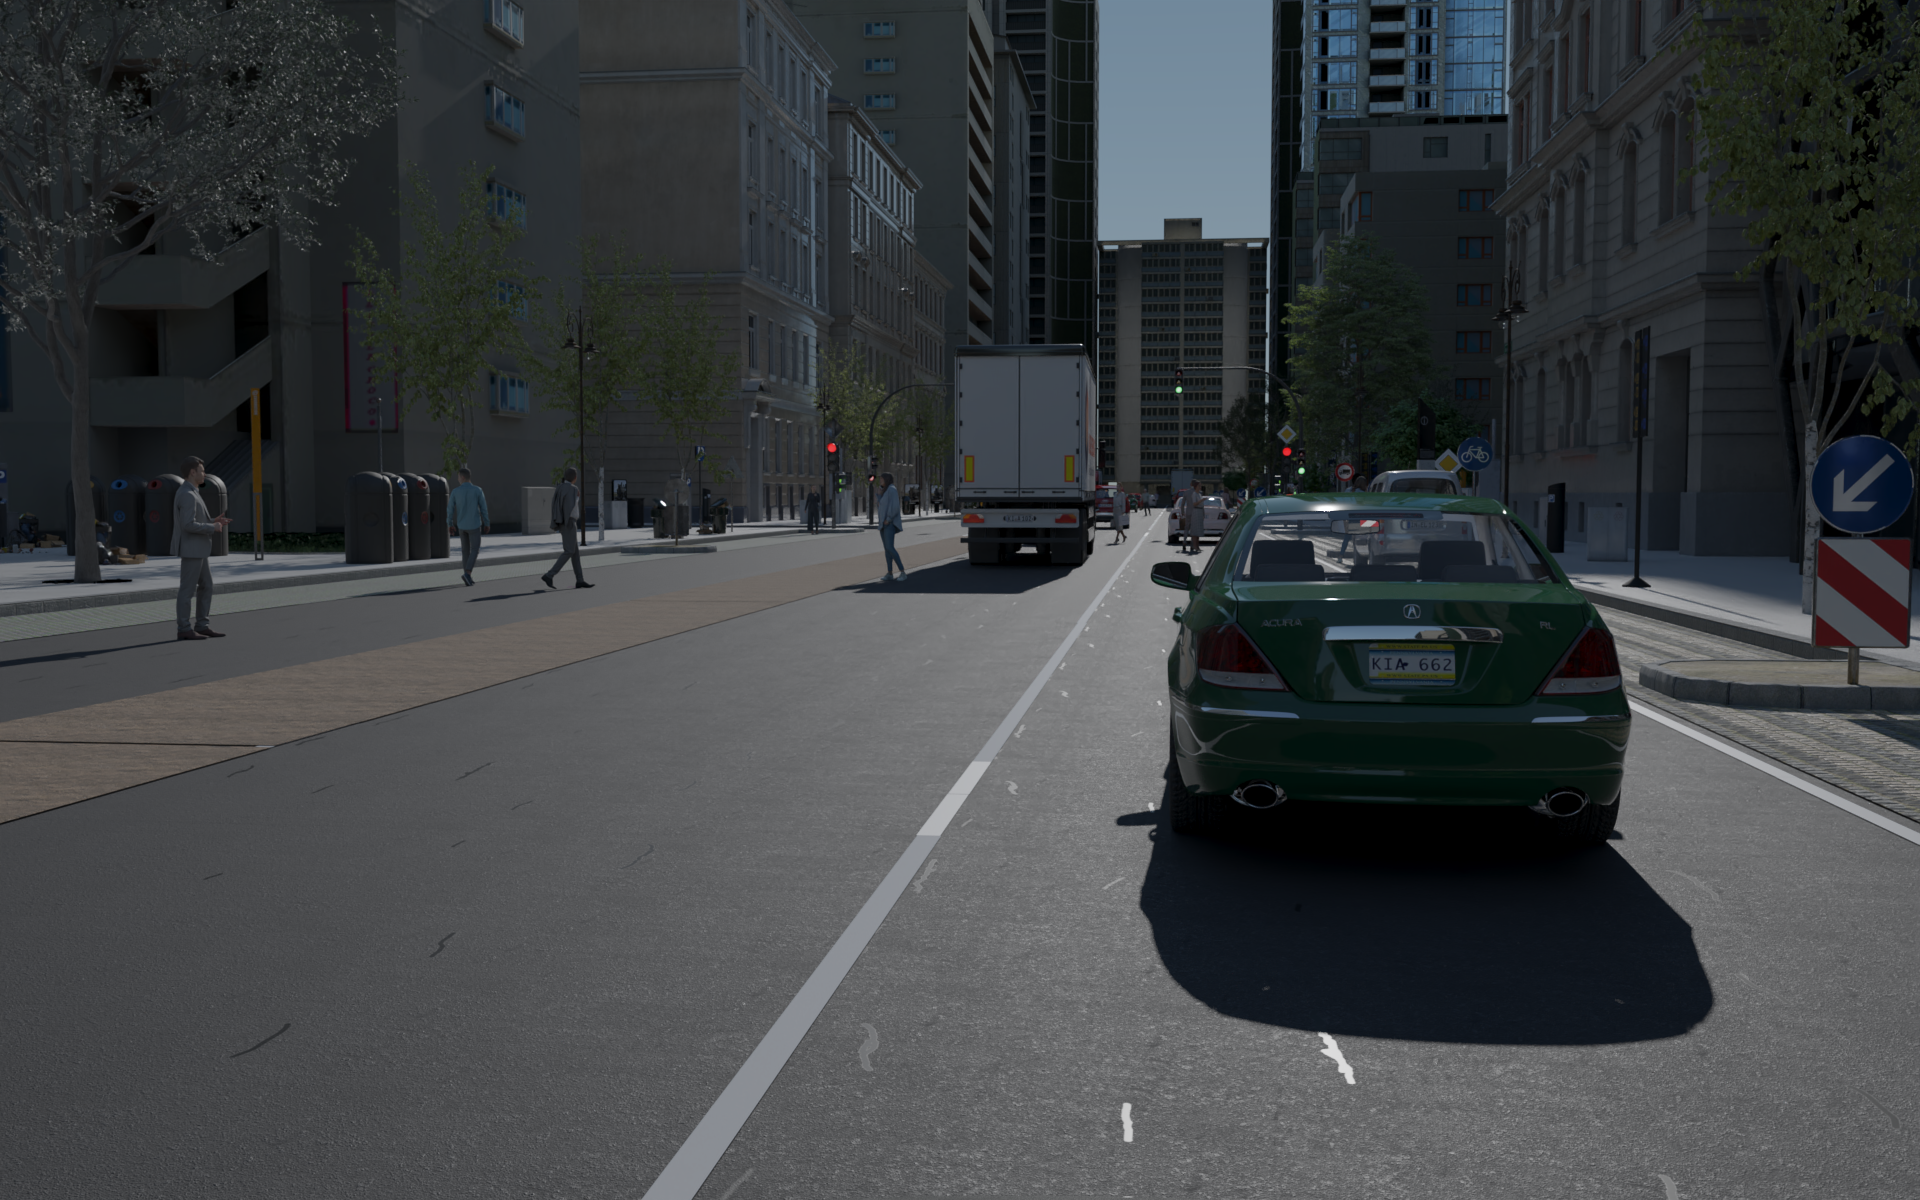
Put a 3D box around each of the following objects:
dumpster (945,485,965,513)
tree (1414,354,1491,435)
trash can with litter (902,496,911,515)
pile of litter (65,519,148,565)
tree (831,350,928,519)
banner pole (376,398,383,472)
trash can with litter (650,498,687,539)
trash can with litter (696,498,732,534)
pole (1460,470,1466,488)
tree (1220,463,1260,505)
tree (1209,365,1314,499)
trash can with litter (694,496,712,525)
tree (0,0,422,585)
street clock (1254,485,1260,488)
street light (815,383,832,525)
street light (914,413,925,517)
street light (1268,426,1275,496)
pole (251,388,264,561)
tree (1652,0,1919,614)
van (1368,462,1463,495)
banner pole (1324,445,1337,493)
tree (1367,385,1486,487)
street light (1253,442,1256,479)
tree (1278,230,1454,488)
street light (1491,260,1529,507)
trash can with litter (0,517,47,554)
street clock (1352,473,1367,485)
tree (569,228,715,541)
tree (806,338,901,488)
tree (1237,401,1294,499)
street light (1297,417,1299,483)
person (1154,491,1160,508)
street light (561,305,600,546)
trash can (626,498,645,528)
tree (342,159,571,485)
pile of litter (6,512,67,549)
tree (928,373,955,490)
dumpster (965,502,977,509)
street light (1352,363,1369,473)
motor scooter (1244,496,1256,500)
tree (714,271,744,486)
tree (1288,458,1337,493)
[{"bbox_3d":[-0.331,-6.764,116.355,1.264,1.857,1.865,0,4,7],"label":"dumpster"},{"bbox_3d":[25.363,-8.569,90.472,4.360,8.622,3.978,0,3,0],"label":"tree"},{"bbox_3d":[-3.268,-5.859,107.182,0.624,1.170,1.055,-1,4,-10],"label":"trash can with litter"},{"bbox_3d":[-15.616,-1.100,31.951,1.176,0.858,1.719,-1,4,-15],"label":"pile of litter"},{"bbox_3d":[-4.468,-8.443,88.403,4.737,8.622,4.395,0,3,0],"label":"tree"},{"bbox_3d":[-15.251,-3.400,45.613,0.401,3.779,0.863,-1,4,-13],"label":"banner pole"},{"bbox_3d":[-8.371,-2.355,49.892,1.055,1.170,0.624,1,4,18],"label":"trash can with litter"},{"bbox_3d":[-7.869,-2.686,55.297,1.055,1.170,0.624,-3,5,-41],"label":"trash can with litter"},{"bbox_3d":[16.409,-3.834,56.524,0.158,3.312,0.155,0,3,0],"label":"pole"},{"bbox_3d":[32.338,-13.487,204.227,4.285,4.588,4.351,0,3,0],"label":"tree"},{"bbox_3d":[22.632,-11.753,126.568,8.767,10.594,7.601,1,4,16],"label":"tree"},{"bbox_3d":[-10.811,-3.814,73.421,1.678,1.210,2.233,0,4,-8],"label":"trash can with litter"},{"bbox_3d":[-12.746,-6.988,24.622,12.009,13.543,11.850,0,3,0],"label":"tree"},{"bbox_3d":[24.270,-8.371,141.438,0.358,2.002,0.471,-3,4,-38],"label":"street clock"},{"bbox_3d":[-5.653,-6.088,72.334,0.468,5.910,1.993,0,4,7],"label":"street light"},{"bbox_3d":[-2.291,-7.692,98.559,0.468,5.910,1.993,0,4,7],"label":"street light"},{"bbox_3d":[21.077,-8.845,117.408,0.468,5.910,1.993,0,4,7],"label":"street light"},{"bbox_3d":[-13.565,-2.421,33.422,0.158,3.312,0.155,0,3,0],"label":"pole"},{"bbox_3d":[9.166,-4.142,18.088,4.737,8.622,4.395,0,3,0],"label":"tree"},{"bbox_3d":[8.224,-1.517,31.815,2.013,2.044,4.112,0,4,7],"label":"van"},{"bbox_3d":[18.242,-5.844,85.565,0.863,3.779,0.401,3,5,40],"label":"banner pole"},{"bbox_3d":[13.965,-4.180,52.055,4.285,4.588,4.351,0,3,0],"label":"tree"},{"bbox_3d":[24.425,-10.456,143.743,0.468,5.910,1.993,0,4,7],"label":"street light"},{"bbox_3d":[17.519,-9.594,74.985,7.486,12.596,7.792,0,3,0],"label":"tree"},{"bbox_3d":[10.900,-3.771,34.449,0.468,5.910,1.993,0,4,7],"label":"street light"},{"bbox_3d":[-20.918,-1.653,38.086,1.678,1.210,2.233,-1,4,-21],"label":"trash can with litter"},{"bbox_3d":[13.686,-3.355,59.424,0.358,2.002,0.471,-3,4,-39],"label":"street clock"},{"bbox_3d":[-10.115,-5.950,47.647,4.737,8.622,4.395,0,3,0],"label":"tree"},{"bbox_3d":[-5.222,-8.037,81.767,4.360,8.622,3.978,0,3,0],"label":"tree"},{"bbox_3d":[24.373,-11.372,136.286,4.737,8.622,4.395,0,3,0],"label":"tree"},{"bbox_3d":[17.865,-7.240,91.164,0.468,5.910,1.993,0,4,7],"label":"street light"},{"bbox_3d":[20.838,-10.640,183.398,0.756,1.711,0.436,-1,4,-14],"label":"person"},{"bbox_3d":[-9.300,-4.269,42.593,0.468,5.910,1.993,0,4,7],"label":"street light"},{"bbox_3d":[-12.205,-3.275,65.192,0.748,1.137,0.748,0,3,0],"label":"trash can"},{"bbox_3d":[-10.979,-5.319,37.333,4.737,8.622,4.395,0,3,0],"label":"tree"},{"bbox_3d":[-22.027,-1.680,41.426,1.176,0.858,1.719,2,4,28],"label":"pile of litter"},{"bbox_3d":[-1.739,-9.369,103.551,4.737,8.622,4.395,0,3,0],"label":"tree"},{"bbox_3d":[0.537,-7.357,122.779,1.502,2.255,1.985,0,4,7],"label":"dumpster"},{"bbox_3d":[14.131,-5.410,61.236,0.468,5.910,1.993,0,4,7],"label":"street light"},{"bbox_3d":[18.788,-6.062,111.889,0.815,1.314,1.986,0,4,7],"label":"motor scooter"},{"bbox_3d":[-8.453,-6.271,52.897,4.737,8.622,4.395,0,3,0],"label":"tree"},{"bbox_3d":[16.918,-5.400,82.888,1.663,3.219,1.824,0,3,0],"label":"tree"}]
